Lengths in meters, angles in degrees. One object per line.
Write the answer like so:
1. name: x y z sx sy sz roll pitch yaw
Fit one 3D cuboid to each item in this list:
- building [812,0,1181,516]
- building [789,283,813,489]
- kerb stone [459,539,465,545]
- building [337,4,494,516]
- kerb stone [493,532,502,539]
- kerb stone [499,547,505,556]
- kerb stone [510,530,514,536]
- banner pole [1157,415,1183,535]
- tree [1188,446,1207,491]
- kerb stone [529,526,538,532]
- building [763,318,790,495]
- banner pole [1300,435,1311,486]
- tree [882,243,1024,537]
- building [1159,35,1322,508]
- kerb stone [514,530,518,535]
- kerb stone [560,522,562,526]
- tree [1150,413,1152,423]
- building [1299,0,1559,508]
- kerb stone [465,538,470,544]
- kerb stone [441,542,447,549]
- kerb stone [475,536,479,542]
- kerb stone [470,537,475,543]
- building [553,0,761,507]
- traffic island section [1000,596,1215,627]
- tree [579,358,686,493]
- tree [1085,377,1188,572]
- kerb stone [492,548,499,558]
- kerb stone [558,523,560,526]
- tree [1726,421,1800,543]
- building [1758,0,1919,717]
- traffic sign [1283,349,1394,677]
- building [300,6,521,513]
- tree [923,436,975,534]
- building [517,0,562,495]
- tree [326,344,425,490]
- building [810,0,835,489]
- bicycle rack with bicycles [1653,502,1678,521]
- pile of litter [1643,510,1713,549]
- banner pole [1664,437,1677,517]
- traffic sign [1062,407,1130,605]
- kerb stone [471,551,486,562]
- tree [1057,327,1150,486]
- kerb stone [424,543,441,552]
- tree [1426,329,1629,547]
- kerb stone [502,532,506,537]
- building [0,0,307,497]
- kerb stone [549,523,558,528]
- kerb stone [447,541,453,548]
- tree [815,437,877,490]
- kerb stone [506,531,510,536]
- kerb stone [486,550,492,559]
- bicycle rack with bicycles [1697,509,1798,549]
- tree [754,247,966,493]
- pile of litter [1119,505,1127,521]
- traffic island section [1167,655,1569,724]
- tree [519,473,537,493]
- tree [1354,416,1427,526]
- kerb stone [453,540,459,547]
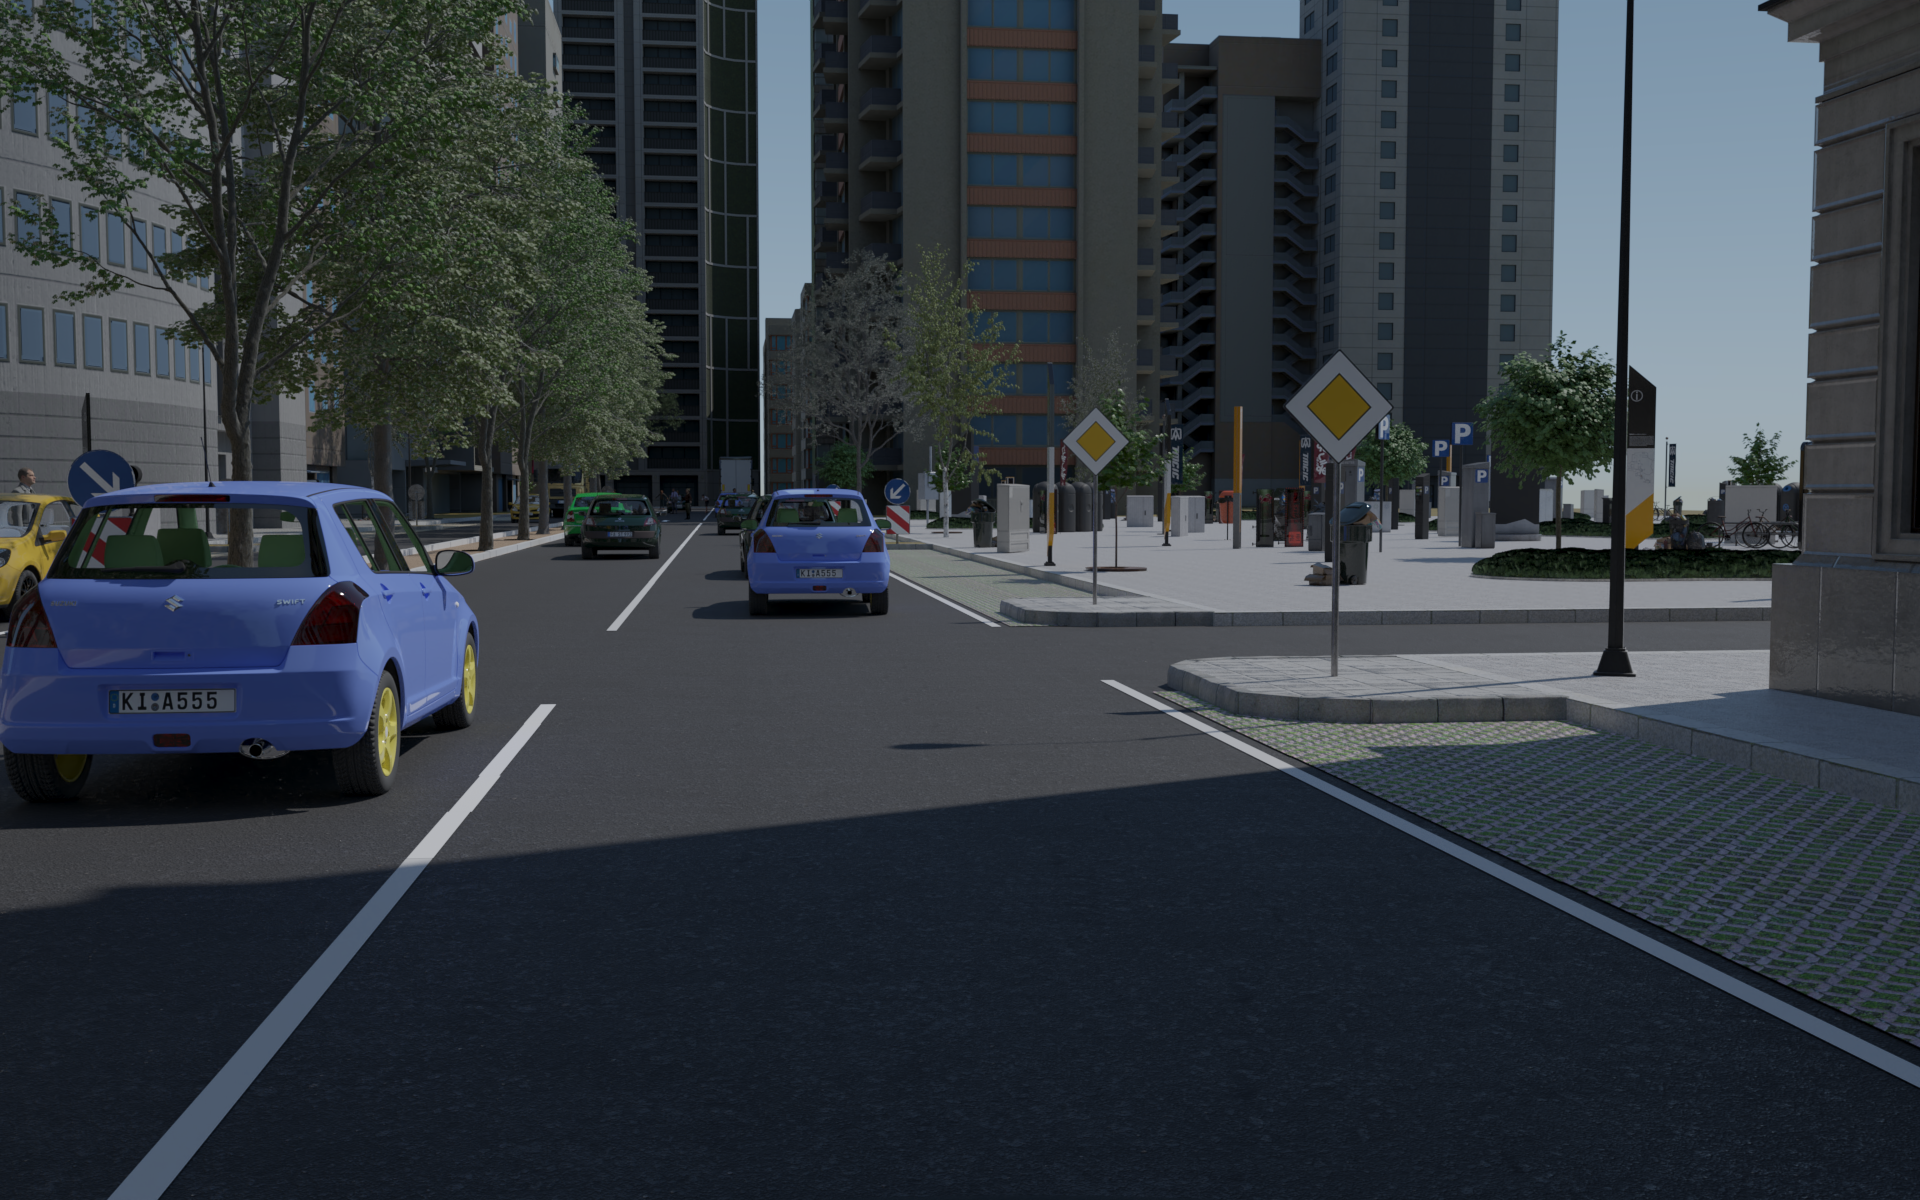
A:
1. building: 1.746 -28.065 113.491 22.147 44.769 28.867 0 4 -8
2. building: -0.910 -19.139 157.964 27.650 21.520 28.899 0 4 -8
3. kerb stone: -13.945 -1.580 48.027 0.120 0.150 1.000 0 4 -8
4. building: -43.570 -31.411 102.816 28.713 52.752 27.495 0 4 -8
5. kerb stone: -15.040 -2.076 56.141 0.120 0.150 1.000 0 4 -8
6. kerb stone: -10.763 -1.103 40.223 0.120 0.150 1.000 0 4 -8
7. kerb stone: -15.454 -2.263 59.198 0.120 0.150 1.000 0 4 -8
8. banner pole: 6.647 -3.951 54.611 0.863 3.779 0.401 2 4 24
9. tree: 7.542 -3.958 59.317 1.663 3.219 1.824 0 3 0
10. kerb stone: -16.552 -2.760 67.325 0.120 0.150 1.000 0 4 -8
11. building: -7.084 -21.272 192.837 28.899 21.520 27.650 0 4 -8
12. banner pole: 12.939 -4.535 64.164 0.863 3.779 0.401 3 5 40
13. tree: -0.356 -6.141 50.765 4.737 8.622 4.395 0 3 0
14. building: 25.445 -31.658 167.721 14.200 45.320 14.600 0 4 -8
15. kerb stone: -15.585 -2.322 60.212 0.120 0.150 1.000 0 4 -8
16. kerb stone: -17.784 -3.321 76.490 0.120 0.150 1.000 0 4 -8
17. tree: 8.098 -8.828 94.692 4.360 8.622 3.978 0 3 0
18. building: 43.020 -44.562 166.843 20.611 71.187 20.563 0 4 -8
19. kerb stone: -14.081 -1.642 49.040 0.120 0.150 1.000 0 4 -8
20. kerb stone: -13.533 -1.392 44.984 0.120 0.150 1.000 0 4 -8
21. kerb stone: -14.351 -1.766 51.071 0.120 0.150 1.000 0 4 -8
22. kerb stone: -14.212 -1.701 50.059 0.120 0.150 1.000 0 4 -8
23. building: -31.761 -45.629 184.286 20.611 71.187 20.563 0 4 -8
24. traffic island section: 1.584 0.132 20.117 2.009 0.180 2.903 0 4 -8
25. tree: -17.660 -9.060 85.004 8.767 10.594 7.601 0 4 -8
26. tree: 2.577 -2.092 28.805 1.663 3.219 1.824 0 3 0
27. kerb stone: -10.631 -1.041 39.210 0.120 0.150 1.000 0 4 -8
28. kerb stone: -17.653 -3.250 75.468 0.120 0.150 1.000 0 4 -8
29. tree: 21.281 -3.160 46.263 1.663 3.219 1.824 0 3 0
30. building: 11.211 -8.432 2.494 10.561 19.102 19.286 0 4 -8
31. traffic sign: 2.632 -0.519 12.124 0.795 2.450 0.064 0 4 -8
32. building: -39.611 -29.040 124.914 14.600 45.320 14.200 0 4 -8
33. tree: -0.529 -3.777 56.363 1.663 3.219 1.824 0 3 0
34. building: -47.054 -32.477 154.698 21.600 48.544 21.300 0 4 -8
35. tree: -25.247 -7.629 75.094 4.360 8.622 3.978 0 3 0
36. building: -4.643 -27.607 134.970 14.154 41.232 14.086 0 4 -8
37. bicycle rack with bicycles: 33.060 -4.287 83.479 2.925 0.926 2.852 1 4 13
38. pile of litter: 16.486 -1.577 39.755 1.719 0.858 1.176 3 5 44
39. banner pole: 30.984 -5.237 75.639 0.401 3.779 0.863 -1 4 -16
40. traffic sign: 1.562 -1.003 20.037 0.795 2.450 0.064 0 4 -8
41. kerb stone: -10.359 -0.911 37.174 0.120 0.150 1.000 0 4 -8
42. tree: 6.251 -7.737 76.870 4.360 8.622 3.978 0 3 0
43. kerb stone: -13.394 -1.332 43.970 0.120 0.150 1.000 0 4 -8
44. tree: 11.982 -3.115 34.649 4.285 4.588 4.351 0 3 0
45. kerb stone: -15.181 -2.138 57.153 0.120 0.150 1.000 0 4 -8
46. building: -34.215 -31.144 51.206 21.231 58.520 28.212 0 4 -8
47. kerb stone: -17.513 -3.196 74.451 0.120 0.150 1.000 0 4 -8
48. kerb stone: -13.673 -1.452 45.996 0.120 0.150 1.000 0 4 -8
49. tree: -6.298 -6.908 96.664 4.285 4.588 4.351 0 3 0
50. kerb stone: -15.314 -2.201 58.174 0.120 0.150 1.000 0 4 -8
51. kerb stone: -10.497 -0.964 38.194 0.120 0.150 1.000 0 4 -8
52. bicycle rack with bicycles: 19.373 -1.704 41.241 2.925 0.926 2.852 3 4 37
53. tree: -4.889 -10.697 85.263 12.009 13.543 11.850 0 3 0
54. pile of litter: 8.389 -4.245 83.365 1.176 0.858 1.719 -1 4 -20
55. traffic island section: 2.654 0.616 12.204 2.009 0.180 2.903 0 4 -8
56. tree: -34.488 -8.756 137.767 1.663 3.219 1.824 0 3 0
57. tree: 17.454 -5.331 70.883 4.285 4.588 4.351 0 3 0
58. kerb stone: -13.801 -1.518 47.010 0.120 0.150 1.000 0 4 -8
